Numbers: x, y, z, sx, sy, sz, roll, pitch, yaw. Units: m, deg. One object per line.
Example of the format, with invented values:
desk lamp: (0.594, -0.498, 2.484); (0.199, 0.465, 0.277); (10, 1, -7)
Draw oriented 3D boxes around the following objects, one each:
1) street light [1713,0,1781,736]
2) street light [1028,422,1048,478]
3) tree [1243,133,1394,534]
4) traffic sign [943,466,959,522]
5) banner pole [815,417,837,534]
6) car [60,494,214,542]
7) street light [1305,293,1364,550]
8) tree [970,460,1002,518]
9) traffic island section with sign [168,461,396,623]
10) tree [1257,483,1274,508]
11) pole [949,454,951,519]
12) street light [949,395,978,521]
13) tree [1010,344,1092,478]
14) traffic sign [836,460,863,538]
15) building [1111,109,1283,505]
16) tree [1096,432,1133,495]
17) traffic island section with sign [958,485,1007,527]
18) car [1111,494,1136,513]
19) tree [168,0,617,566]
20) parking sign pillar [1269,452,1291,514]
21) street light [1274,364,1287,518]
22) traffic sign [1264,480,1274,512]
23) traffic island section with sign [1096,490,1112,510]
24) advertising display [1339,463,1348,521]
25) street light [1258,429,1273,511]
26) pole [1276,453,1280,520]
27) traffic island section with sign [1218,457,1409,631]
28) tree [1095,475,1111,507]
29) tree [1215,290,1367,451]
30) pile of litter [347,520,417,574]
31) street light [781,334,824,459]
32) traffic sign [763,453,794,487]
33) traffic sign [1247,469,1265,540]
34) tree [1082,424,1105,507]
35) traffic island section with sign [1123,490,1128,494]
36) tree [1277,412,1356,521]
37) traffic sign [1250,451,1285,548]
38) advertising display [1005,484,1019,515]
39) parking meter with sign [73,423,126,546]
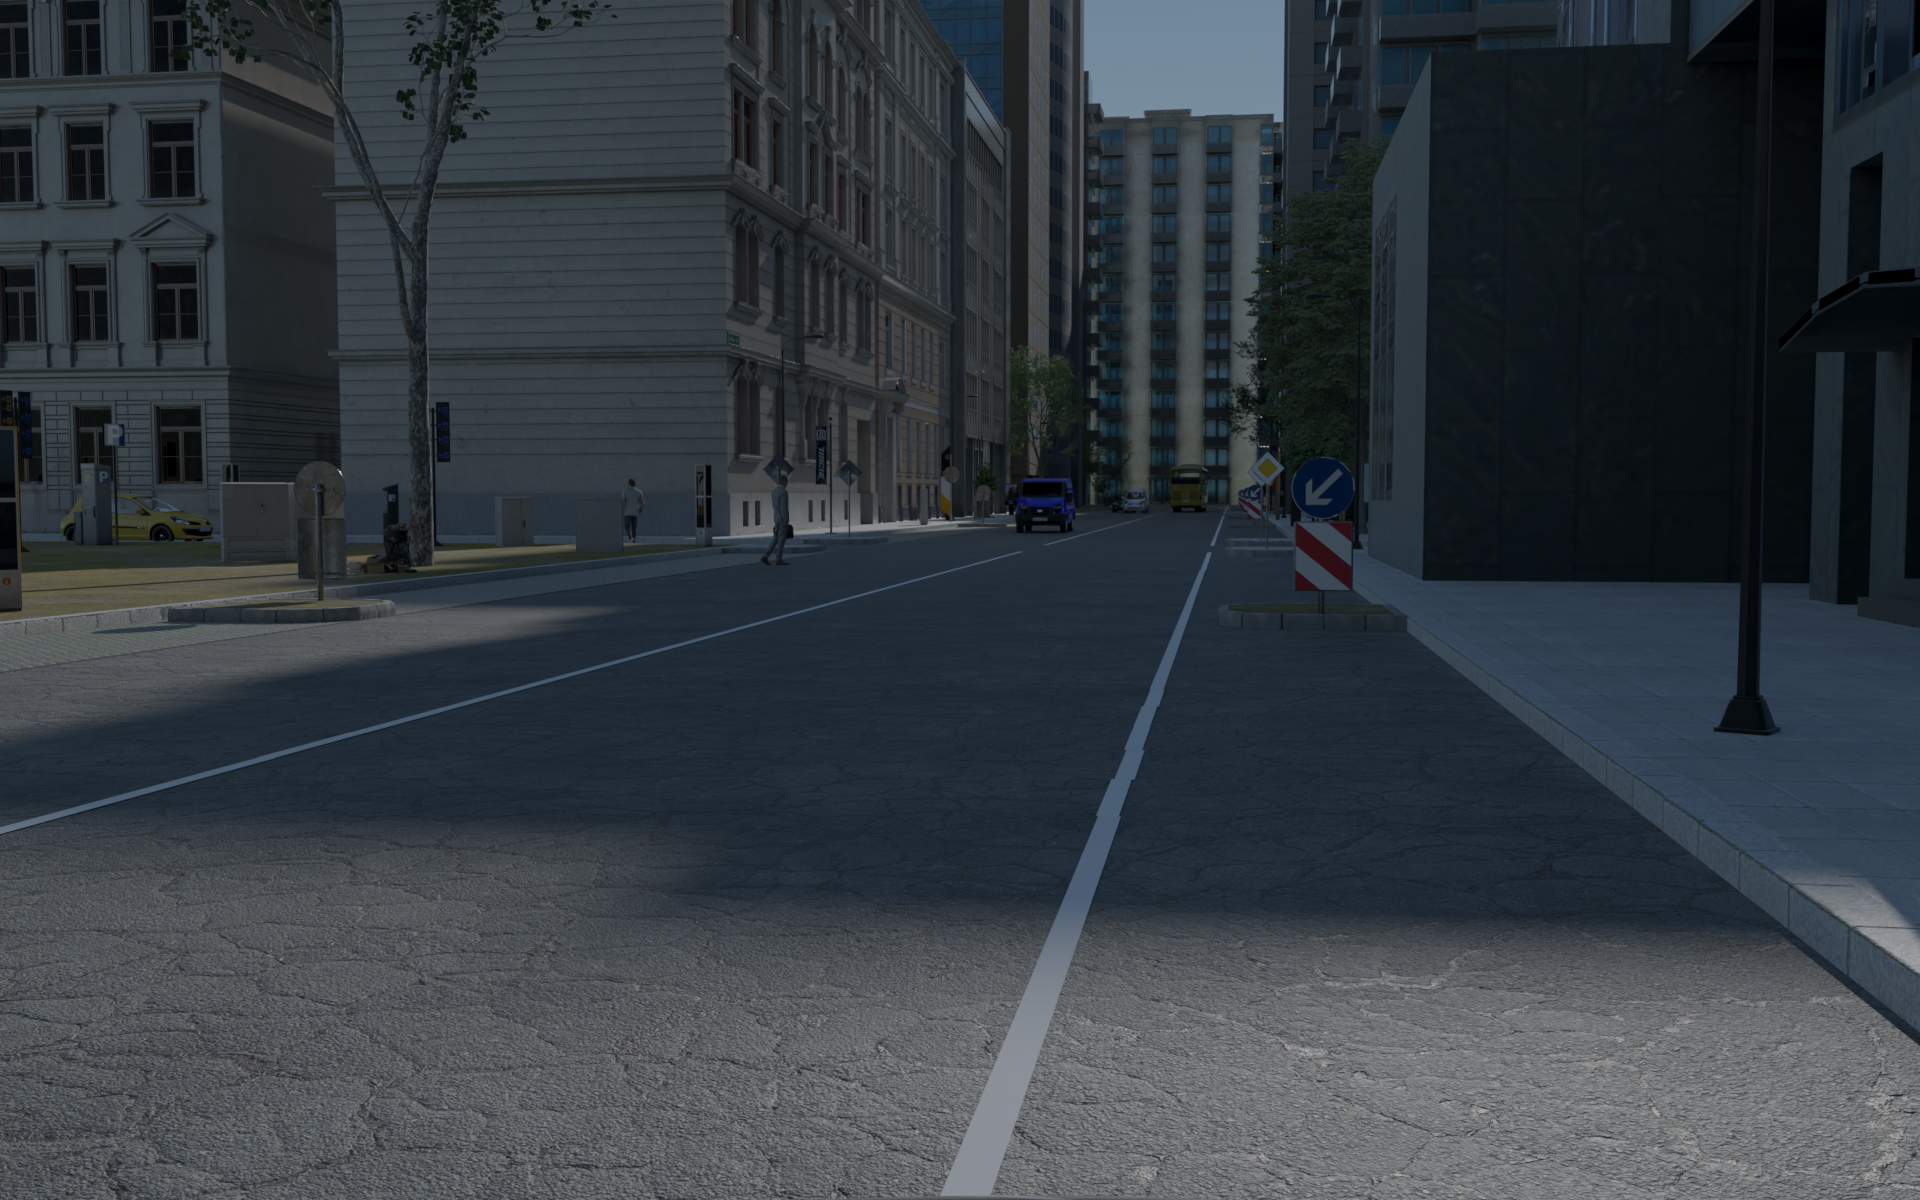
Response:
street light: (3.726, -2.247, 9.284); (1.470, 5.913, 1.316); (1, 4, 9)
street light: (4.994, -8.531, 112.020); (1.470, 5.913, 1.316); (1, 4, 9)
tree: (12.693, -8.367, 54.925); (7.486, 12.596, 7.792); (0, 3, 0)
traffic sign: (-0.404, -4.852, 79.439); (0.768, 2.556, 0.104); (1, 4, 16)
banner pole: (-4.362, -4.041, 56.092); (0.863, 3.779, 0.401); (-3, 5, -43)
car: (-22.968, -2.337, 48.440); (3.980, 1.641, 2.015); (0, 4, 8)
street light: (8.675, -4.135, 40.146); (1.470, 5.913, 1.316); (1, 4, 9)
tree: (1.261, -6.055, 93.608); (1.663, 3.219, 1.824); (0, 3, 0)
traffic island section with sign: (-7.701, -0.700, 20.072); (1.989, 1.847, 2.006); (1, 4, 9)
tree: (29.852, -10.872, 172.364); (1.663, 3.219, 1.824); (0, 3, 0)
pole: (-0.536, -5.793, 88.558); (0.158, 3.312, 0.155); (0, 3, 0)
street light: (0.167, -6.658, 81.398); (1.470, 5.913, 1.316); (1, 4, 9)
tree: (5.591, -11.918, 120.615); (9.928, 11.665, 9.643); (0, 3, 0)
traffic sign: (-3.227, -2.867, 50.518); (0.795, 2.450, 0.064); (1, 4, 9)
building: (26.016, -36.629, 218.494); (30.456, 49.044, 23.786); (1, 4, 9)
tree: (18.194, -15.388, 201.948); (4.360, 8.622, 3.978); (0, 3, 0)
traffic island section with sign: (1.022, -4.098, 75.636); (1.989, 1.847, 2.006); (1, 4, 9)
car: (12.798, -7.658, 134.994); (2.009, 1.686, 4.222); (1, 4, 8)
tree: (-10.868, -10.709, 30.987); (12.611, 20.169, 13.585); (0, 3, 0)
parking sign pillar: (20.456, -7.465, 110.522); (1.447, 3.967, 1.447); (0, 4, -1)
street light: (11.992, -5.432, 61.347); (1.470, 5.913, 1.316); (1, 4, 9)
traffic sign: (21.602, -7.409, 121.244); (0.768, 2.556, 0.104); (1, 4, 13)
traffic island section with sign: (12.943, -8.740, 151.529); (1.989, 1.847, 2.006); (1, 4, 9)
advertising display: (8.067, -1.911, 36.466); (0.123, 1.923, 0.974); (1, 4, 15)
street light: (16.701, -7.308, 92.031); (1.470, 5.913, 1.316); (1, 4, 9)
pole: (15.759, -5.627, 85.838); (0.158, 3.312, 0.155); (0, 3, 0)
traffic island section with sign: (3.875, -0.647, 19.211); (1.989, 1.847, 2.006); (1, 4, 9)
tree: (14.672, -11.173, 177.282); (1.663, 3.219, 1.824); (0, 3, 0)
tree: (15.269, -8.893, 79.819); (7.601, 10.594, 8.767); (-1, 4, -17)
pile of litter: (-9.481, -0.883, 28.398); (1.176, 0.858, 1.719); (0, 4, -8)
street light: (-4.643, -4.772, 50.557); (1.470, 5.913, 1.316); (1, 4, 9)
traffic sign: (-4.466, -2.385, 42.630); (0.795, 2.450, 0.064); (1, 4, 9)
traffic sign: (8.471, -2.754, 48.667); (0.795, 2.450, 0.064); (1, 4, 9)
tree: (12.470, -13.514, 171.312); (4.737, 8.622, 4.395); (0, 3, 0)
traffic island section with sign: (17.243, -10.417, 178.948); (1.989, 1.847, 2.006); (1, 4, 9)
tree: (13.561, -4.972, 65.005); (4.285, 4.588, 4.351); (0, 3, 0)
traffic sign: (7.232, -2.271, 40.779); (0.795, 2.450, 0.064); (1, 4, 9)
advertising display: (3.158, -6.167, 106.050); (0.974, 1.923, 0.123); (3, 4, 38)
parking meter with sign: (-21.651, -2.886, 43.452); (1.738, 3.016, 0.543); (2, 4, 34)
